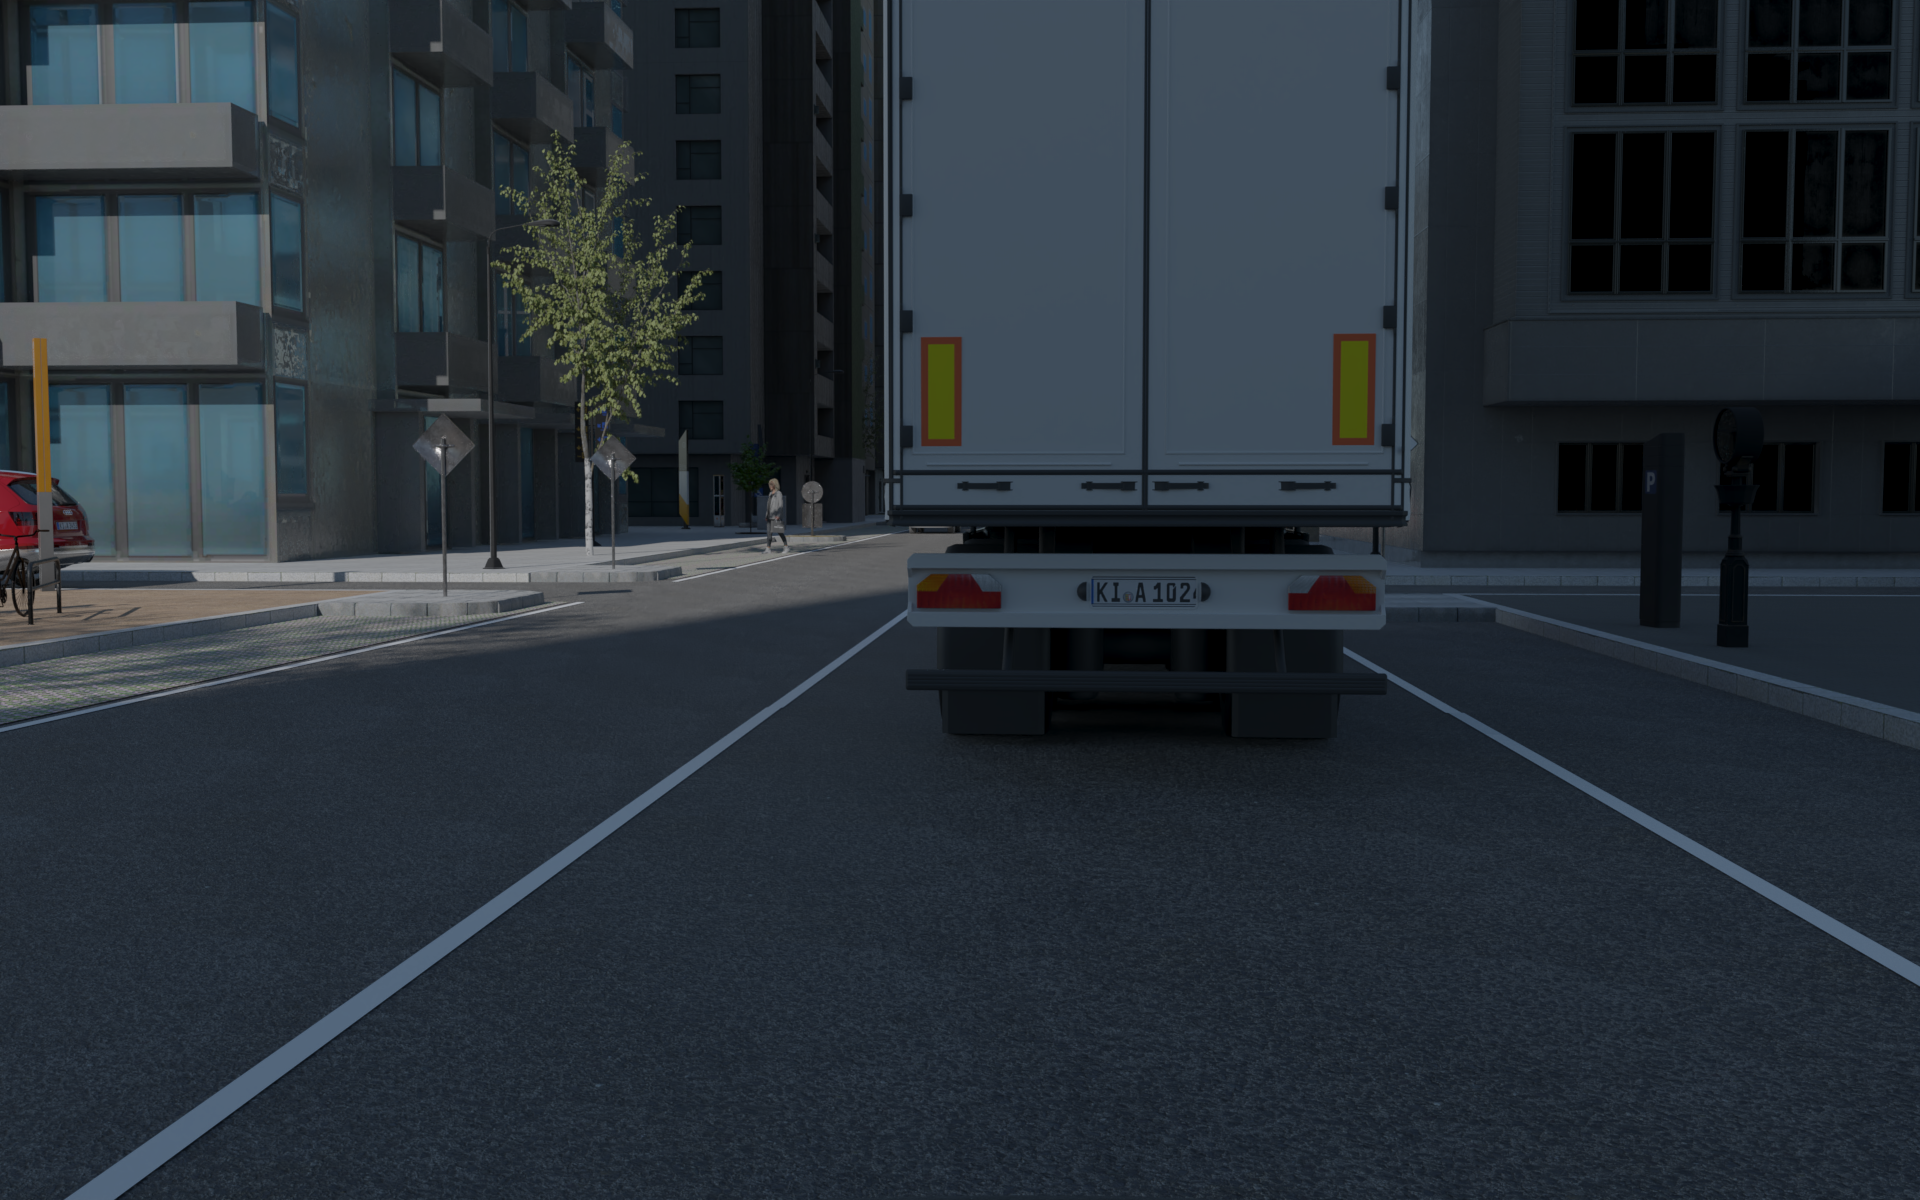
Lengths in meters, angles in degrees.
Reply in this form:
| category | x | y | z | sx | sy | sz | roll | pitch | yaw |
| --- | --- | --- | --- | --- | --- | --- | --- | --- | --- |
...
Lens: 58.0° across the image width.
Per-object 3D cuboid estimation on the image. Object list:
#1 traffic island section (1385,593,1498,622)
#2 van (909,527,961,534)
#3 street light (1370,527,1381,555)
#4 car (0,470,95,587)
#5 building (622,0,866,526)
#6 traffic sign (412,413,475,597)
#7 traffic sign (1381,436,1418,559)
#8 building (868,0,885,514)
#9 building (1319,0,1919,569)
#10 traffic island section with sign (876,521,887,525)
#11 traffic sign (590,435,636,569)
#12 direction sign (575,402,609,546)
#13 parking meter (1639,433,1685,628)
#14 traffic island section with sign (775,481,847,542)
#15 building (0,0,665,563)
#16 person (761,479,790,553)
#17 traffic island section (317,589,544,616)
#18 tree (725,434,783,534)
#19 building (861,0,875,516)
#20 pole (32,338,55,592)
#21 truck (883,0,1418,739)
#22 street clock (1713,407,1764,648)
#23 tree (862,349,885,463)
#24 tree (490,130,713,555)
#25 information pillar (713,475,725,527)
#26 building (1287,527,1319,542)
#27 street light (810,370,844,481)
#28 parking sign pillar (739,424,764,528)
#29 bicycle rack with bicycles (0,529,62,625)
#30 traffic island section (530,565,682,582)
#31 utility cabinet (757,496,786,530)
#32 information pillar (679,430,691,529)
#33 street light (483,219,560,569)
| category | x | y | z | sx | sy | sz | roll | pitch | yaw |
| --- | --- | --- | --- | --- | --- | --- | --- | --- | --- |
| traffic island section | 5.115 | 0.084 | 20.903 | 2.009 | 0.180 | 2.903 | 0 | 4 | 4 |
| van | -0.899 | -3.481 | 63.924 | 2.013 | 2.044 | 4.112 | 0 | 4 | 5 |
| street light | 7.290 | -3.668 | 32.511 | 1.470 | 5.913 | 1.316 | 0 | 4 | 4 |
| car | -15.744 | -1.043 | 25.721 | 5.304 | 1.827 | 2.281 | 0 | 4 | 2 |
| building | -11.906 | -18.506 | 74.275 | 14.160 | 30.474 | 14.107 | 0 | 4 | 4 |
| traffic sign | -6.429 | -1.097 | 21.582 | 0.795 | 2.450 | 0.064 | 0 | 4 | 4 |
| traffic sign | 5.091 | -1.051 | 20.827 | 0.795 | 2.450 | 0.064 | 0 | 4 | 4 |
| building | -10.486 | -26.188 | 111.771 | 14.154 | 41.232 | 14.086 | 0 | 4 | 4 |
| building | 23.227 | -13.129 | 33.731 | 30.058 | 24.678 | 14.314 | 0 | 4 | 4 |
| traffic island section with sign | -2.769 | -4.327 | 79.374 | 1.989 | 1.847 | 2.006 | 0 | 4 | 4 |
| traffic sign | -5.919 | -1.585 | 29.551 | 0.795 | 2.450 | 0.064 | 0 | 4 | 4 |
| direction sign | -9.057 | -3.101 | 42.699 | 0.876 | 3.537 | 0.379 | -2 | 4 | -35 |
| parking meter | 6.778 | -0.674 | 16.733 | 0.255 | 1.863 | 0.399 | 0 | 4 | -5 |
| traffic island section with sign | -4.483 | -2.682 | 52.473 | 1.989 | 1.847 | 2.006 | 0 | 4 | 4 |
| building | -21.411 | -25.958 | 44.027 | 23.786 | 49.044 | 30.456 | 0 | 4 | 4 |
| person | -4.387 | -2.010 | 41.550 | 0.728 | 1.800 | 0.709 | -3 | 4 | -36 |
| traffic island section | -6.453 | 0.039 | 21.645 | 2.009 | 0.180 | 2.903 | 0 | 4 | 4 |
| tree | -6.826 | -3.735 | 55.661 | 1.663 | 3.219 | 1.824 | 0 | 3 | 0 |
| building | -12.444 | -27.272 | 96.013 | 14.600 | 45.320 | 14.200 | 0 | 4 | 4 |
| pole | -12.050 | -1.769 | 22.772 | 0.158 | 3.312 | 0.155 | 0 | 3 | 0 |
| truck | 1.349 | -1.504 | 13.510 | 2.839 | 4.237 | 11.283 | 0 | 4 | 5 |
| street clock | 6.495 | -0.608 | 14.505 | 0.358 | 2.002 | 0.471 | 0 | 3 | 0 |
| tree | -5.113 | -8.284 | 85.800 | 4.360 | 8.622 | 3.978 | 0 | 3 | 0 |
| tree | -7.515 | -5.237 | 35.985 | 4.737 | 8.622 | 4.395 | 0 | 3 | 0 |
| information pillar | -9.262 | -3.796 | 66.561 | 0.304 | 2.012 | 0.304 | 2 | 4 | 25 |
| building | 19.712 | -15.753 | 62.081 | 19.350 | 26.468 | 34.151 | 0 | 4 | 4 |
| street light | -5.054 | -5.657 | 65.034 | 1.470 | 5.913 | 1.316 | 0 | 4 | 4 |
| parking sign pillar | -7.774 | -4.766 | 66.400 | 1.447 | 3.967 | 1.447 | -1 | 4 | -10 |
| bicycle rack with bicycles | -10.306 | -0.240 | 17.300 | 2.852 | 0.926 | 2.925 | -1 | 4 | -18 |
| traffic island section | -5.943 | -0.449 | 29.614 | 2.009 | 0.180 | 2.903 | 0 | 4 | 4 |
| utility cabinet | -6.759 | -3.118 | 62.136 | 1.020 | 1.237 | 0.306 | 0 | 4 | 0 |
| information pillar | -10.050 | -4.387 | 63.082 | 0.504 | 3.616 | 0.183 | 3 | 5 | 45 |
| street light | -7.450 | -3.482 | 29.466 | 1.470 | 5.913 | 1.316 | 0 | 4 | 4 |
